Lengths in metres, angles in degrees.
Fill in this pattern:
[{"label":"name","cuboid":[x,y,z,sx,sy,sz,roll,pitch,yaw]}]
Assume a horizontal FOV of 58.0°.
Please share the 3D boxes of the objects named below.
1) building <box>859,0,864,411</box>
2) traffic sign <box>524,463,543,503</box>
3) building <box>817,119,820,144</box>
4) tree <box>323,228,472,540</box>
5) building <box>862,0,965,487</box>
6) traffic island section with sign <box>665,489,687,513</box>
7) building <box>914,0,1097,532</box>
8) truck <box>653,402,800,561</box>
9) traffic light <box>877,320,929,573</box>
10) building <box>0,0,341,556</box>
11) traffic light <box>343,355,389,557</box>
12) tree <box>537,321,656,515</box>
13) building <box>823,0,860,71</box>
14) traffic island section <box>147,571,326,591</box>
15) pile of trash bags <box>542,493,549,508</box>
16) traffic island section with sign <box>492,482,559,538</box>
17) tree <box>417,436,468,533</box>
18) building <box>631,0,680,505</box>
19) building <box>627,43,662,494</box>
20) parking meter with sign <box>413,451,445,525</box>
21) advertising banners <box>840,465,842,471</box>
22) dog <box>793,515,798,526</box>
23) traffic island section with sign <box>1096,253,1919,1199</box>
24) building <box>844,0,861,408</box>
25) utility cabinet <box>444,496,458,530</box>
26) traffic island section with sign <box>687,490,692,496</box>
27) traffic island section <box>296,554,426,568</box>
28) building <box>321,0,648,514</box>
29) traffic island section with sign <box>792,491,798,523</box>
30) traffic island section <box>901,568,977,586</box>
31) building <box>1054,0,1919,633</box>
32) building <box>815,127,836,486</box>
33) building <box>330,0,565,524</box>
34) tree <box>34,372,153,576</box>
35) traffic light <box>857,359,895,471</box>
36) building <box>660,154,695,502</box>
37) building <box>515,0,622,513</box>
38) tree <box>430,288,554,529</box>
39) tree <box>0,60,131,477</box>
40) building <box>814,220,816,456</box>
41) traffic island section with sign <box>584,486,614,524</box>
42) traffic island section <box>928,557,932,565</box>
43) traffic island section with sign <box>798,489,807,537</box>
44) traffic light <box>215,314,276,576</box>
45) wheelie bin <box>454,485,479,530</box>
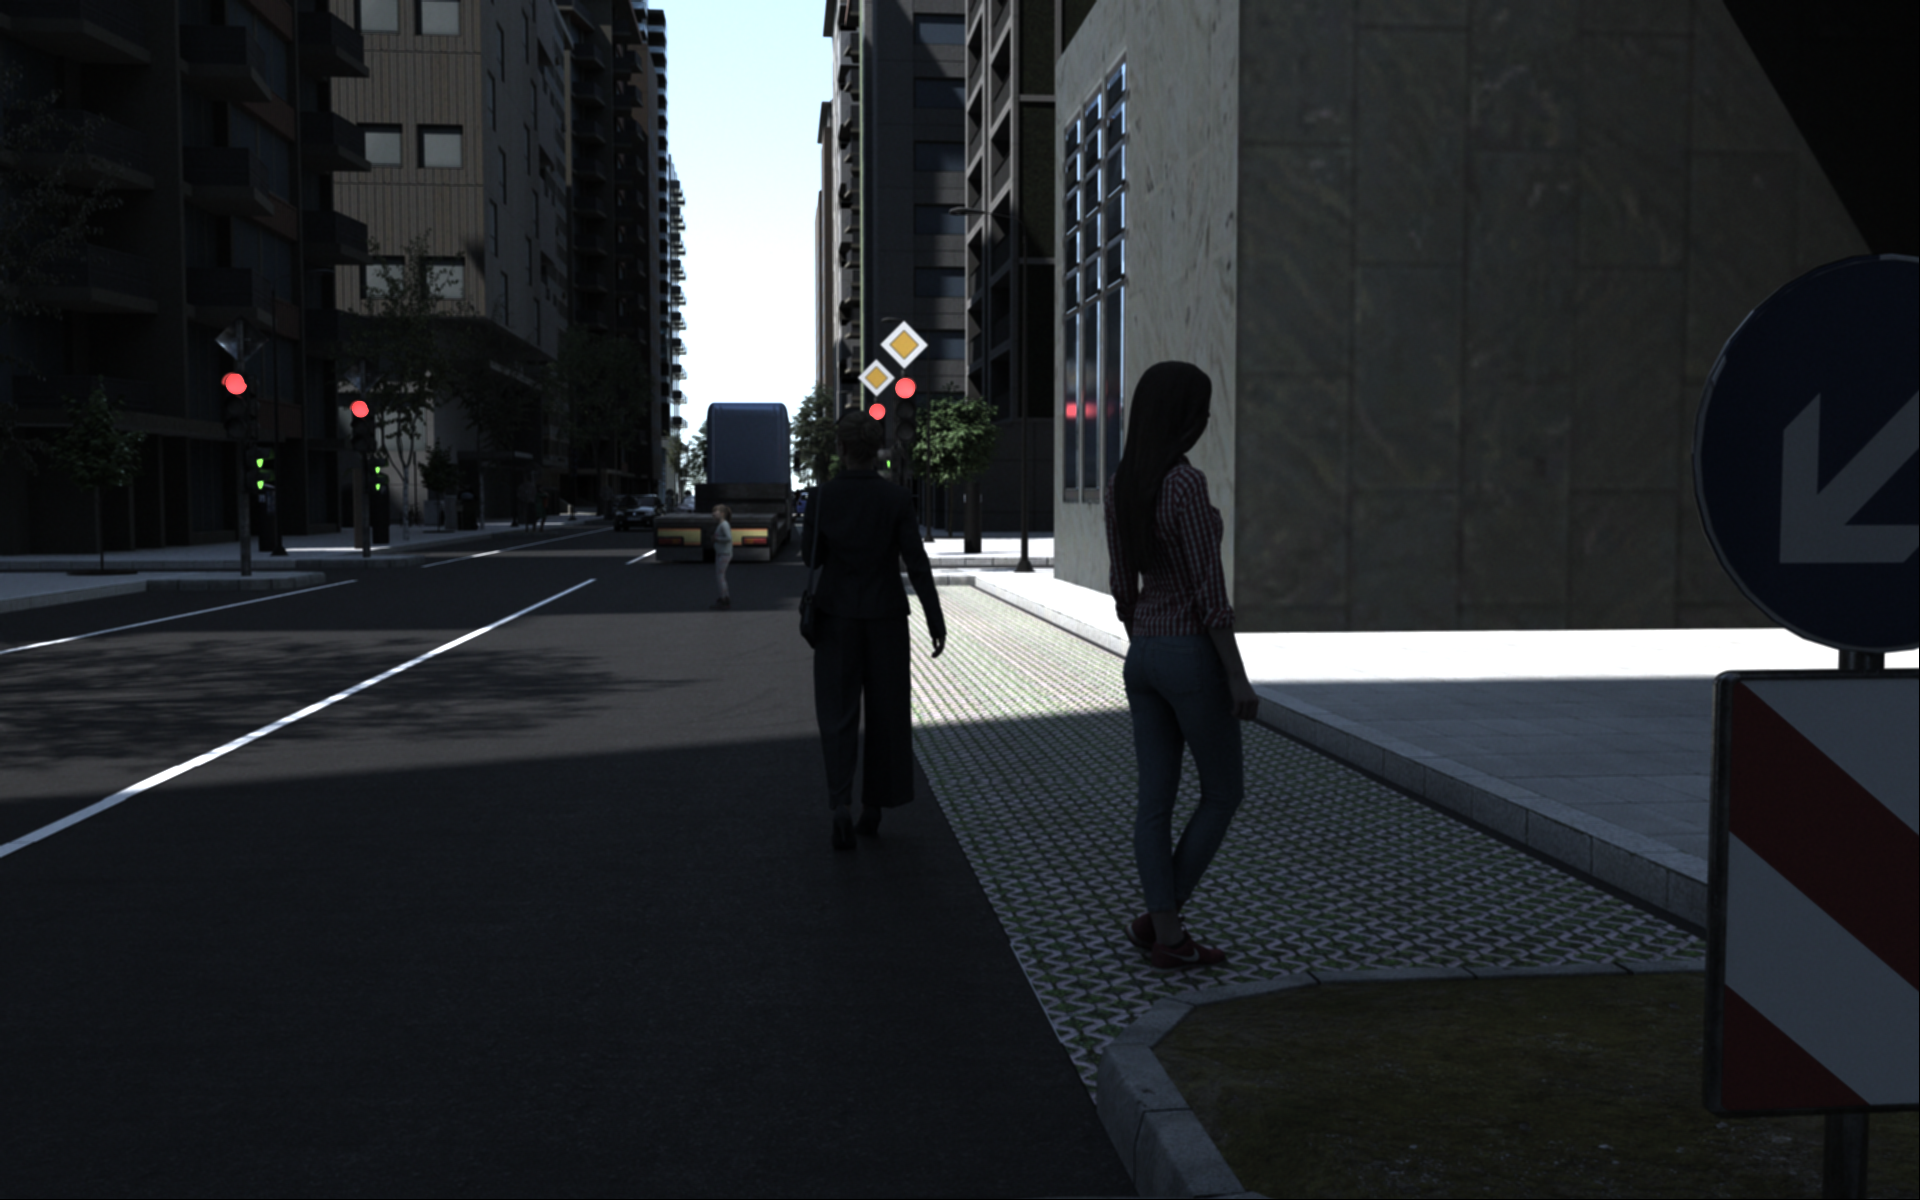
[{"label":"building","cuboid":[-0.150,-26.870,122.920,14.154,41.232,14.086,0,4,-6]},{"label":"traffic sign","cuboid":[-17.511,-4.343,71.106,0.768,2.556,0.104,0,4,-5]},{"label":"building","cuboid":[-4.087,-39.122,228.877,28.713,52.752,27.495,0,4,-6]},{"label":"tree","cuboid":[-15.557,-5.988,48.265,4.737,8.622,4.395,0,3,0]},{"label":"building","cuboid":[5.018,-33.959,97.221,21.231,58.520,28.212,0,4,-6]},{"label":"traffic island section with sign","cuboid":[-22.465,-7.707,134.640,1.989,1.847,2.006,0,4,-6]},{"label":"building","cuboid":[9.244,-38.155,62.081,20.563,71.187,20.611,0,4,-6]},{"label":"truck","cuboid":[-5.789,-3.376,44.955,2.967,4.110,18.799,0,4,-4]},{"label":"traffic light","cuboid":[-0.925,-2.398,28.133,0.839,4.253,0.868,0,4,-6]},{"label":"building","cuboid":[-29.336,-24.007,47.134,22.147,44.769,28.867,0,4,-6]},{"label":"traffic light","cuboid":[-12.010,-2.818,34.990,0.839,4.253,0.868,0,4,-6]},{"label":"tree","cuboid":[-22.121,-10.983,105.331,9.928,11.665,9.643,0,3,0]},{"label":"building","cuboid":[1.136,-35.699,172.921,28.713,52.752,27.495,0,4,-6]},{"label":"traffic island section","cuboid":[-11.220,-0.300,27.179,2.009,0.180,2.903,0,4,-6]},{"label":"pile of trash bags","cuboid":[-25.557,-5.560,100.665,3.447,1.369,1.912,0,4,7]},{"label":"traffic island section with sign","cuboid":[-14.410,-2.995,57.591,1.989,1.847,2.006,0,4,-6]},{"label":"tree","cuboid":[-17.291,-3.866,57.817,1.663,3.219,1.824,0,3,0]},{"label":"building","cuboid":[-44.746,-54.664,206.431,22.319,86.520,31.000,0,4,-6]},{"label":"building","cuboid":[-36.782,-31.747,169.167,14.600,45.320,14.200,0,4,-6]},{"label":"parking meter with sign","cuboid":[-21.428,-4.566,70.914,1.738,3.016,0.543,-1,4,-13]},{"label":"advertising banners","cuboid":[-6.949,-6.551,103.302,0.090,3.025,2.074,1,4,9]},{"label":"dog","cuboid":[-7.612,-3.591,77.998,0.540,0.507,0.406,-2,4,-29]},{"label":"traffic island section with sign","cuboid":[1.349,0.305,3.645,1.989,1.847,2.006,0,4,-6]},{"label":"building","cuboid":[1.645,-29.989,144.937,22.147,44.769,28.867,0,4,-6]},{"label":"utility cabinet","cuboid":[-18.228,-3.161,62.838,0.306,1.237,1.020,2,4,28]},{"label":"traffic island section with sign","cuboid":[-25.279,-9.347,161.449,1.989,1.847,2.006,0,4,-6]},{"label":"traffic island section","cuboid":[-12.051,-0.785,35.121,2.009,0.180,2.903,0,4,-6]},{"label":"building","cuboid":[-38.500,-30.118,147.046,22.147,44.769,28.867,0,4,-6]},{"label":"traffic island section with sign","cuboid":[-7.205,-4.701,85.484,1.989,1.847,2.006,0,4,-6]},{"label":"traffic island section","cuboid":[-0.884,-0.365,28.251,2.009,0.180,2.903,0,4,-6]},{"label":"building","cuboid":[14.140,-42.622,9.543,22.319,86.520,31.000,0,4,-6]},{"label":"building","cuboid":[-9.459,-34.085,207.404,14.600,45.320,14.200,0,4,-6]},{"label":"building","cuboid":[-34.461,-30.179,82.666,28.713,52.752,27.495,0,4,-6]},{"label":"tree","cuboid":[-13.644,-2.017,27.580,1.663,3.219,1.824,0,3,0]},{"label":"traffic light","cuboid":[-1.756,-2.884,36.075,0.839,4.253,0.868,0,4,-6]},{"label":"building","cuboid":[-49.091,-37.831,238.139,23.786,49.044,30.456,0,4,-6]},{"label":"building","cuboid":[-40.495,-26.187,120.040,32.217,40.220,23.993,0,4,-6]},{"label":"tree","cuboid":[-17.096,-6.865,62.603,4.360,8.622,3.978,0,3,0]},{"label":"tree","cuboid":[-13.187,-4.380,21.978,4.360,8.622,3.978,0,3,0]},{"label":"building","cuboid":[-13.443,-36.632,249.051,14.600,45.320,14.200,0,4,-6]},{"label":"traffic island section with sign","cuboid":[-17.212,-4.634,84.400,1.989,1.847,2.006,0,4,-6]},{"label":"traffic island section","cuboid":[-1.715,-0.851,36.193,2.009,0.180,2.903,0,4,-6]},{"label":"traffic island section with sign","cuboid":[-4.370,-3.041,58.349,1.989,1.847,2.006,0,4,-6]},{"label":"traffic light","cuboid":[-11.179,-2.332,27.048,0.839,4.253,0.868,0,4,-6]},{"label":"wheelie bin","cuboid":[-17.487,-3.271,61.396,0.693,1.594,0.980,-3,5,-44]}]
